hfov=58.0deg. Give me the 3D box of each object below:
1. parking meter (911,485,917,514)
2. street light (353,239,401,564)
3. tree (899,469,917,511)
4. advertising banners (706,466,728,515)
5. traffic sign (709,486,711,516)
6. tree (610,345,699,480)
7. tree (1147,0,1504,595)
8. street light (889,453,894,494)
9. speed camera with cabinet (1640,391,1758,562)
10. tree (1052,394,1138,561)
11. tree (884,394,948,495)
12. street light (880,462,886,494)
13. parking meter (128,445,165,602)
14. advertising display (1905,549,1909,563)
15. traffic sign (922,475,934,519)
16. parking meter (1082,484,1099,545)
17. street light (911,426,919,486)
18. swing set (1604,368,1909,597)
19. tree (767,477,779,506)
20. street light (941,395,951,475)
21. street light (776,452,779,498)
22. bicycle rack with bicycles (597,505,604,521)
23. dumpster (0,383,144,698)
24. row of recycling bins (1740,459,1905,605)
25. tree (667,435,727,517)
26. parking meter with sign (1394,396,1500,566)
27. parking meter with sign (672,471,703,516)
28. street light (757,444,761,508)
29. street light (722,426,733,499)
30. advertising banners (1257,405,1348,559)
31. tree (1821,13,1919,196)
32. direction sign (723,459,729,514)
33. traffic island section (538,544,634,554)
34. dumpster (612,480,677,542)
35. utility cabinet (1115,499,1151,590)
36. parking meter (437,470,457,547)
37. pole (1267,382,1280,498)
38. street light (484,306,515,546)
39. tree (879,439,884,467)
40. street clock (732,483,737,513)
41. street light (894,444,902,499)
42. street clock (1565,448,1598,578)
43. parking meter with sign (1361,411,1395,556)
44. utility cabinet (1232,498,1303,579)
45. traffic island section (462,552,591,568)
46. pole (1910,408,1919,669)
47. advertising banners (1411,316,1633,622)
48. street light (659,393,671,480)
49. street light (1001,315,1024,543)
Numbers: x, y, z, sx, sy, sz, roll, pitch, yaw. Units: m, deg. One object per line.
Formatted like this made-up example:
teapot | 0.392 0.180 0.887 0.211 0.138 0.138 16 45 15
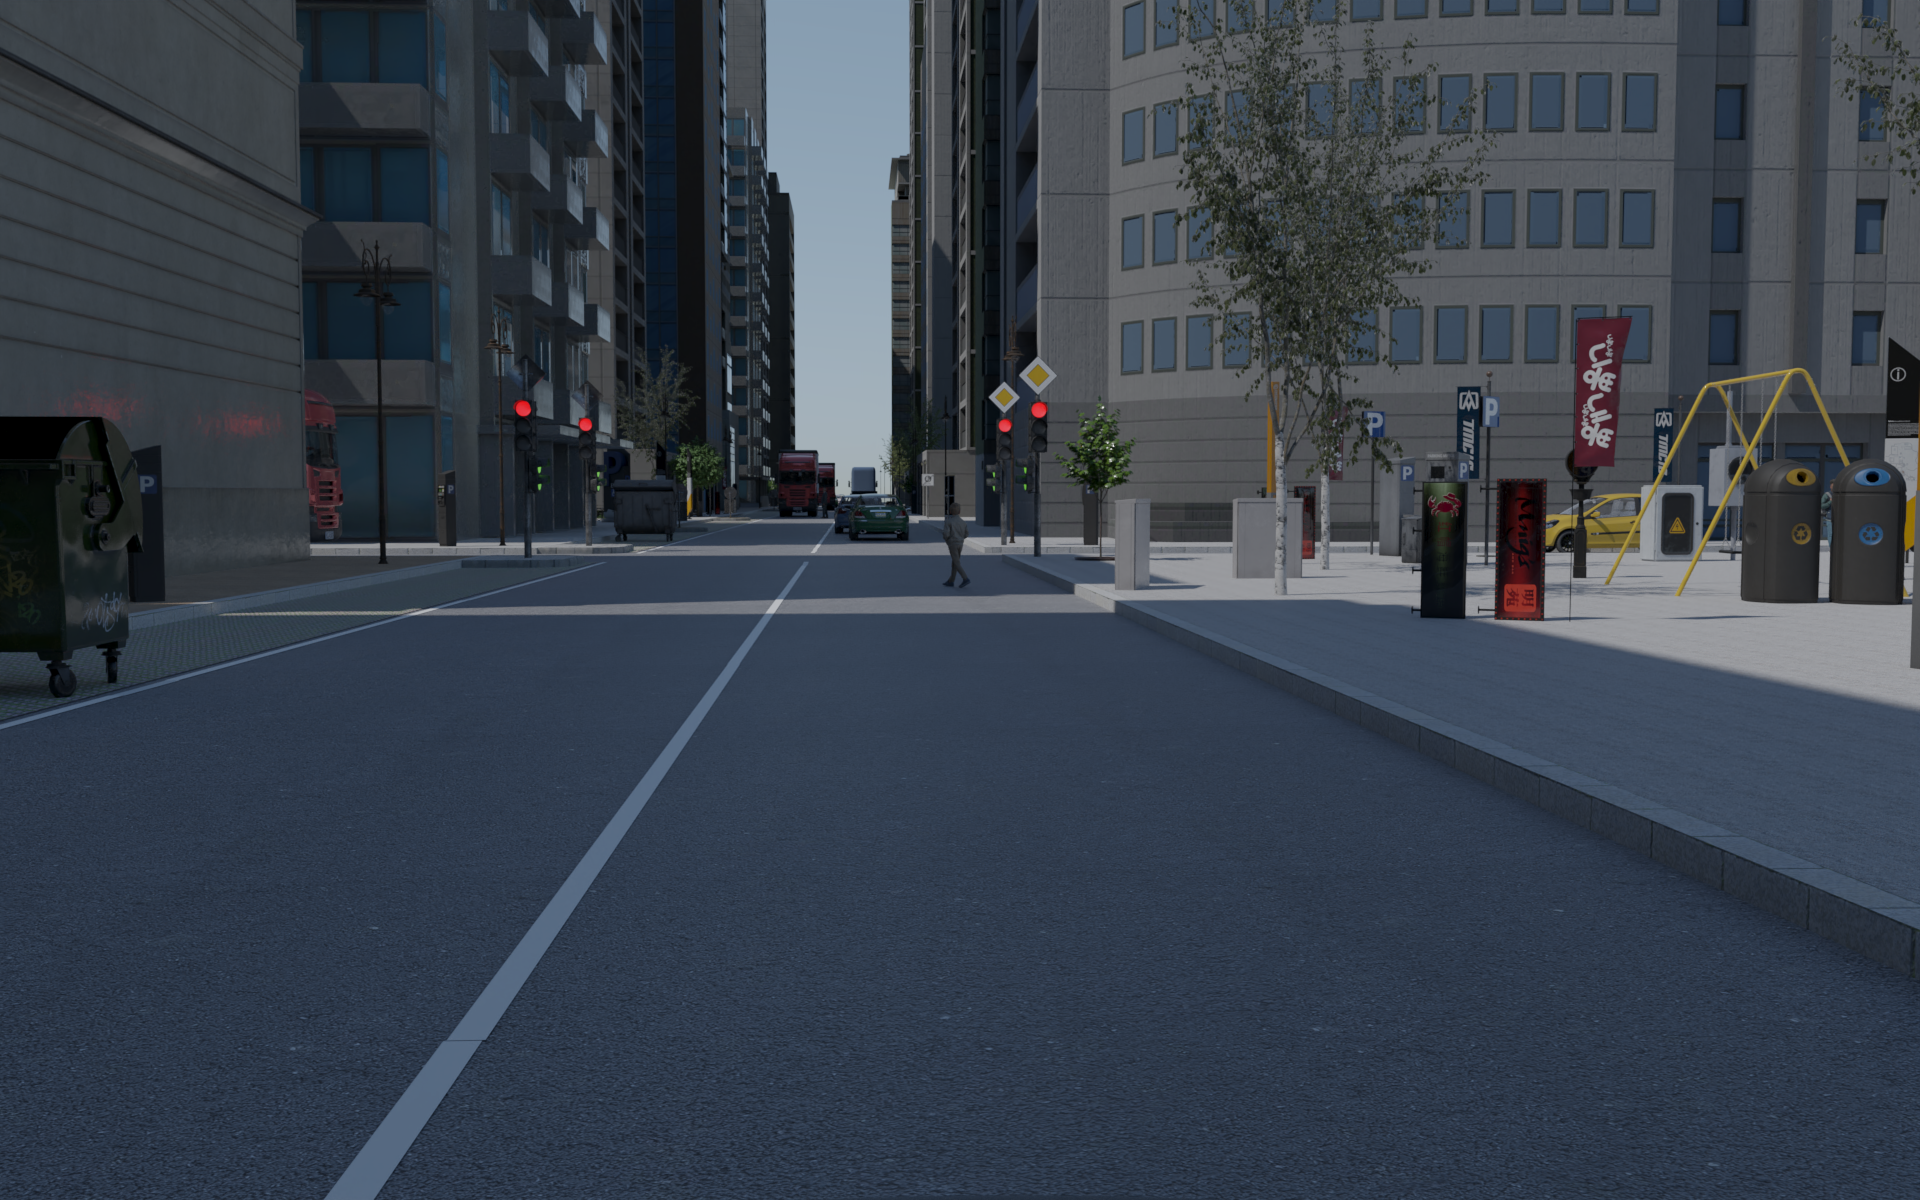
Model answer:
parking meter | -2.933 -6.500 111.990 0.399 1.863 0.255 0 4 7
street light | -10.605 -3.601 31.667 0.468 5.910 1.993 0 4 -3
tree | -3.690 -8.481 133.266 1.663 3.219 1.824 0 3 0
advertising banners | -15.214 -6.864 108.407 0.090 3.025 2.074 2 4 33
traffic sign | -14.287 -6.045 98.941 0.768 2.556 0.104 0 4 4
tree | -14.874 -8.211 84.607 4.360 8.622 3.978 0 3 0
tree | 4.189 -4.353 21.529 4.360 8.622 3.978 0 3 0
street light | -8.239 -14.223 205.327 0.468 5.910 1.993 0 4 -3
speed camera with cabinet | 14.141 -2.373 33.133 2.038 3.252 0.660 0 4 -6
tree | 2.606 -2.385 33.596 1.663 3.219 1.824 0 3 0
tree | -2.903 -10.777 126.562 4.737 8.622 4.395 0 3 0
street light | -10.503 -16.419 241.238 0.468 5.910 1.993 0 4 -3
parking meter | -9.717 -0.911 20.612 0.399 1.863 0.255 -3 5 -40
advertising display | 17.876 -1.624 31.773 0.974 1.923 0.123 3 4 38
traffic sign | -1.640 -5.305 88.868 0.606 2.300 0.079 0 3 0
parking meter | 3.265 -2.305 43.394 0.399 1.863 0.255 1 4 11
street light | -3.295 -9.157 122.510 0.468 5.910 1.993 0 4 -3
swing set | 10.491 -1.559 23.111 2.862 2.851 3.119 0 4 3
tree | -21.925 -12.613 200.830 1.663 3.219 1.824 0 3 0
street light | -0.670 -6.614 80.927 0.468 5.910 1.993 0 4 -3
street light | -20.248 -13.428 192.330 0.468 5.910 1.993 0 4 -3
bicycle rack with bicycles | -18.038 -4.300 83.685 2.925 0.926 2.852 3 5 45
dumpster | -7.128 -0.458 12.433 1.985 2.255 1.502 0 4 -5
row of recycling bins | 11.008 -0.795 20.104 3.534 1.692 1.069 2 4 24
tree | -14.633 -6.898 96.491 4.285 4.588 4.351 0 3 0
parking meter with sign | 8.888 -2.161 31.586 0.543 3.016 1.738 -3 5 -42
parking meter with sign | -15.716 -6.333 99.799 1.738 3.016 0.543 0 4 -8
street light | -18.107 -11.231 156.412 0.468 5.910 1.993 0 4 -3
street light | -15.503 -8.688 114.838 0.468 5.910 1.993 0 4 -3
advertising banners | 6.740 -2.311 33.965 2.074 3.025 0.090 -1 4 -22
tree | 10.378 -3.982 15.469 4.360 8.622 3.978 0 3 0
direction sign | -15.124 -7.330 111.845 0.379 3.537 0.876 -1 4 -15
traffic island section | -9.198 -1.258 42.844 2.009 0.180 2.903 0 4 -3
dumpster | -9.458 -2.683 52.084 1.865 1.857 1.264 0 4 -3
utility cabinet | 2.340 -0.757 23.533 0.306 1.237 1.020 1 4 17
parking meter | -12.548 -2.242 42.360 0.255 1.863 0.399 2 4 30
pole | 5.698 -2.306 31.546 0.158 3.312 0.155 0 3 0
street light | -11.355 -4.284 42.823 0.468 5.910 1.993 0 4 -3
tree | -7.838 -15.900 210.328 4.737 8.622 4.395 0 3 0
street clock | -15.278 -6.909 117.527 0.358 2.002 0.471 -1 4 -20
street light | -5.541 -11.354 158.422 0.468 5.910 1.993 0 4 -3
street clock | 9.458 -1.334 26.381 0.471 2.002 0.358 1 4 14
parking meter with sign | 9.011 -2.415 35.743 0.543 3.016 1.738 -1 4 -22
utility cabinet | 4.689 -0.933 26.422 1.020 1.237 0.306 0 4 -6
traffic island section | -8.716 -0.770 34.873 2.009 0.180 2.903 0 4 -3
pole | 7.093 -1.147 12.603 0.158 3.312 0.155 0 3 0
advertising banners | 5.644 -1.302 17.484 2.074 3.025 0.090 2 4 24
street light | -13.402 -6.491 78.917 0.468 5.910 1.993 0 4 -3
street light | 1.362 -4.417 45.002 0.468 5.910 1.993 0 4 -3
